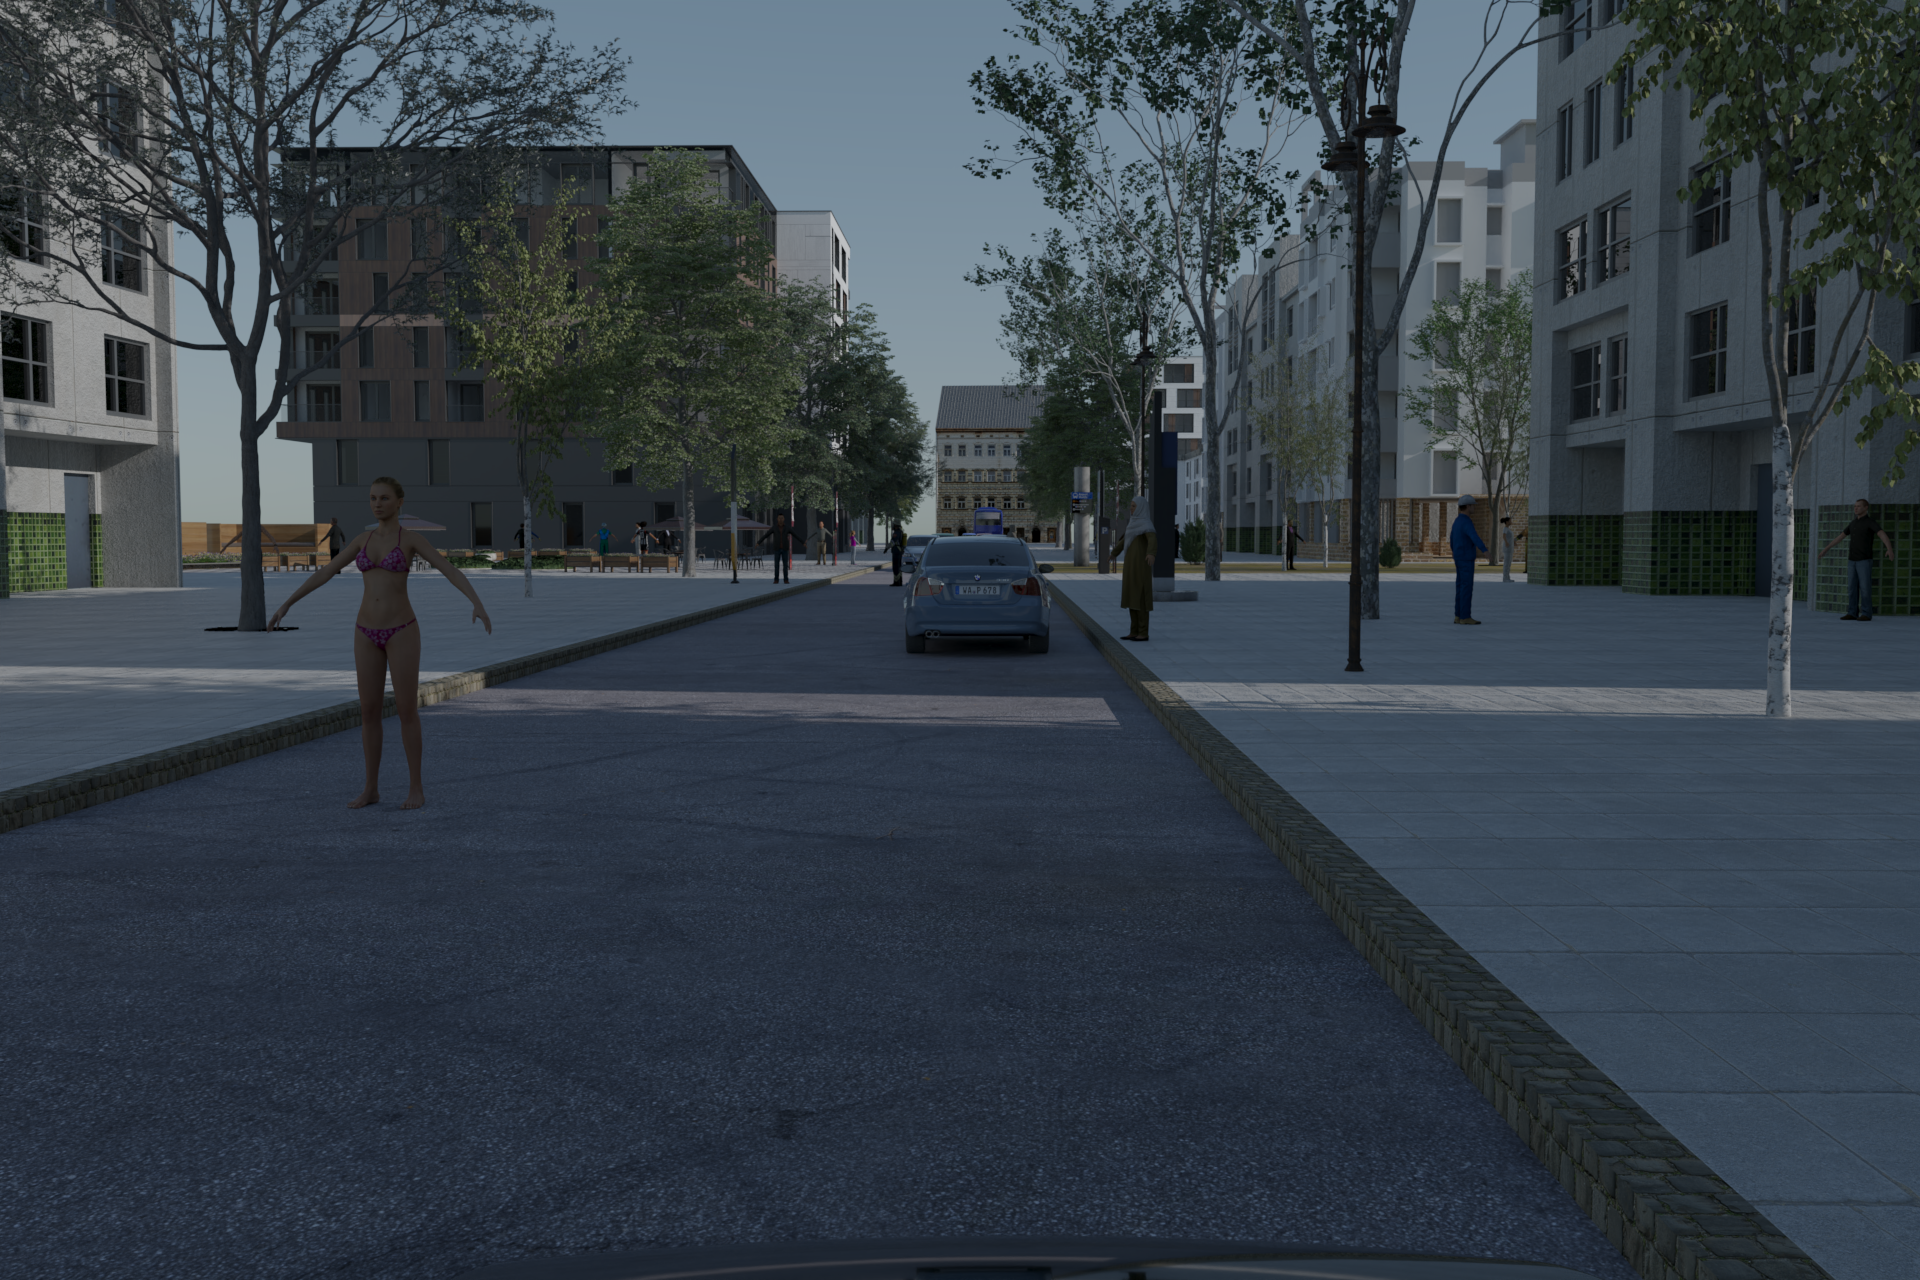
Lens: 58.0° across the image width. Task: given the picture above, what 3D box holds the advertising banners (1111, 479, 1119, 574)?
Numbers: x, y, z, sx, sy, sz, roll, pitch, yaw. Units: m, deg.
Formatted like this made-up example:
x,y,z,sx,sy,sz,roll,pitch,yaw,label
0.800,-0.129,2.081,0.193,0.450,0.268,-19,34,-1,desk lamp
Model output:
x,y,z,sx,sy,sz,roll,pitch,yaw,label
5.049,-3.678,56.321,0.090,3.025,2.074,0,4,1,advertising banners

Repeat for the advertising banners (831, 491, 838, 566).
x,y,z,sx,sy,sz,roll,pitch,yaw,label
-5.072,-4.536,70.347,0.090,3.025,2.074,0,4,2,advertising banners

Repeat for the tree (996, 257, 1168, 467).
x,y,z,sx,sy,sz,roll,pitch,yaw,label
8.431,-16.165,120.187,12.611,20.169,13.585,0,3,0,tree

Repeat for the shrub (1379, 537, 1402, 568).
x,y,z,sx,sy,sz,roll,pitch,yaw,label
16.063,-3.277,64.694,1.383,1.207,1.383,0,3,0,shrub

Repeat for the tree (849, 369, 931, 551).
x,y,z,sx,sy,sz,roll,pitch,yaw,label
-6.742,-13.666,130.099,9.857,13.997,8.962,0,3,0,tree

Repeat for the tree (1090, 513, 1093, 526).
x,y,z,sx,sy,sz,roll,pitch,yaw,label
21.694,-20.106,246.856,7.486,12.596,7.792,0,3,0,tree

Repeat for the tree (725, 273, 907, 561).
x,y,z,sx,sy,sz,roll,pitch,yaw,label
-7.231,-10.833,83.776,9.857,13.997,8.962,0,3,0,tree

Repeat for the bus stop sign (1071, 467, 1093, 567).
x,y,z,sx,sy,sz,roll,pitch,yaw,label
4.789,-4.840,68.148,0.837,3.901,0.837,0,4,2,bus stop sign

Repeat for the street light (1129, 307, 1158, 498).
x,y,z,sx,sy,sz,roll,pitch,yaw,label
3.742,-3.831,35.429,0.468,5.910,1.993,0,4,1,street light

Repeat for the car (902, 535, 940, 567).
x,y,z,sx,sy,sz,roll,pitch,yaw,label
-1.417,-3.463,68.625,2.014,1.417,4.499,0,4,1,car

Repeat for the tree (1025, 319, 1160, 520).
x,y,z,sx,sy,sz,roll,pitch,yaw,label
7.160,-10.632,91.967,7.486,12.596,7.792,0,3,0,tree

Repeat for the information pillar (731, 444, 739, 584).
x,y,z,sx,sy,sz,roll,pitch,yaw,label
-5.845,-3.269,44.803,0.183,3.616,0.504,0,4,0,information pillar

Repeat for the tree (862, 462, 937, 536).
x,y,z,sx,sy,sz,roll,pitch,yaw,label
-6.228,-13.869,161.170,8.767,10.594,7.601,0,4,4,tree

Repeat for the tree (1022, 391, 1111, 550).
x,y,z,sx,sy,sz,roll,pitch,yaw,label
8.562,-13.356,136.503,7.486,12.596,7.792,0,3,0,tree

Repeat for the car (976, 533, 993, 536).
x,y,z,sx,sy,sz,roll,pitch,yaw,label
1.935,-7.747,135.702,2.155,1.783,4.494,0,3,0,car

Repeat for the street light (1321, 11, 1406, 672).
x,y,z,sx,sy,sz,roll,pitch,yaw,label
3.691,-2.645,16.038,0.468,5.910,1.993,0,4,1,street light

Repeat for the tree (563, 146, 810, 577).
x,y,z,sx,sy,sz,roll,pitch,yaw,label
-8.502,-8.169,51.686,7.486,12.596,7.792,0,3,0,tree

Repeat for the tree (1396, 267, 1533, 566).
x,y,z,sx,sy,sz,roll,pitch,yaw,label
21.298,-8.751,68.834,9.928,11.665,9.643,0,3,0,tree

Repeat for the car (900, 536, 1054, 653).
x,y,z,sx,sy,sz,roll,pitch,yaw,label
0.217,-0.617,22.085,2.014,1.417,4.499,0,4,0,car

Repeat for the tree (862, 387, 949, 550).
x,y,z,sx,sy,sz,roll,pitch,yaw,label
-6.050,-14.268,143.650,12.009,13.543,11.850,0,3,0,tree

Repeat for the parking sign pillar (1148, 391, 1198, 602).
x,y,z,sx,sy,sz,roll,pitch,yaw,label
3.889,-2.749,33.412,1.447,3.967,1.447,0,4,1,parking sign pillar

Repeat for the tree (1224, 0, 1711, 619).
x,y,z,sx,sy,sz,roll,pitch,yaw,label
5.459,-10.300,24.288,12.611,20.169,13.585,0,3,0,tree

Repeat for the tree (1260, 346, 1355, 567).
x,y,z,sx,sy,sz,roll,pitch,yaw,label
14.340,-7.121,66.798,4.360,8.622,3.978,0,3,0,tree

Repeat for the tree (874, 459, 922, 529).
x,y,z,sx,sy,sz,roll,pitch,yaw,label
-9.232,-20.611,255.124,7.486,12.596,7.792,0,3,0,tree

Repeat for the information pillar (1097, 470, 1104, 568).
x,y,z,sx,sy,sz,roll,pitch,yaw,label
5.233,-4.471,64.411,0.184,3.620,1.656,0,4,2,information pillar

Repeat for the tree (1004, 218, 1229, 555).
x,y,z,sx,sy,sz,roll,pitch,yaw,label
9.622,-15.138,103.400,12.611,20.169,13.585,0,3,0,tree

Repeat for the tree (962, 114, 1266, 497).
x,y,z,sx,sy,sz,roll,pitch,yaw,label
6.981,-13.667,79.351,12.611,20.169,13.585,0,3,0,tree

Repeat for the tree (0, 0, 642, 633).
x,y,z,sx,sy,sz,roll,pitch,yaw,label
-9.356,-6.872,22.723,12.009,13.543,11.850,0,3,0,tree

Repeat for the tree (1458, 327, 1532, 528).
x,y,z,sx,sy,sz,roll,pitch,yaw,label
19.490,-6.822,61.897,4.360,8.622,3.978,0,3,0,tree

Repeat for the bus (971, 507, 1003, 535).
x,y,z,sx,sy,sz,roll,pitch,yaw,label
2.489,-10.154,157.562,2.896,3.916,12.251,0,3,0,bus

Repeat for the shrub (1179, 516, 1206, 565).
x,y,z,sx,sy,sz,roll,pitch,yaw,label
9.809,-4.131,71.580,1.661,2.075,1.752,0,3,0,shrub

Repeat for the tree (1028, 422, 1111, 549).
x,y,z,sx,sy,sz,roll,pitch,yaw,label
9.682,-13.712,149.951,9.928,11.665,9.643,0,3,0,tree

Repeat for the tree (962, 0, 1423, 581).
x,y,z,sx,sy,sz,roll,pitch,yaw,label
5.817,-11.637,46.159,12.611,20.169,13.585,0,3,0,tree

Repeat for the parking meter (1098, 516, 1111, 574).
x,y,z,sx,sy,sz,roll,pitch,yaw,label
4.654,-3.056,55.671,0.399,1.863,0.255,0,4,2,parking meter

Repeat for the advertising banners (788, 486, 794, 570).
x,y,z,sx,sy,sz,roll,pitch,yaw,label
-6.090,-4.024,61.985,0.090,3.025,2.074,0,4,3,advertising banners

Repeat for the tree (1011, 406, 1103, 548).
x,y,z,sx,sy,sz,roll,pitch,yaw,label
9.271,-15.647,162.488,9.857,13.997,8.962,0,3,0,tree

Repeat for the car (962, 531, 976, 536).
x,y,z,sx,sy,sz,roll,pitch,yaw,label
0.800,-8.540,149.222,1.945,1.707,3.694,0,4,1,car

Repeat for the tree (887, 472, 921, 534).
x,y,z,sx,sy,sz,roll,pitch,yaw,label
-5.764,-12.489,154.564,4.737,8.622,4.395,0,3,0,tree

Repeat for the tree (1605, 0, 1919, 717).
x,y,z,sx,sy,sz,roll,pitch,yaw,label
5.897,-3.755,11.752,4.737,8.622,4.395,0,3,0,tree

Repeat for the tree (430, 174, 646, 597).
x,y,z,sx,sy,sz,roll,pitch,yaw,label
-8.579,-5.187,35.172,4.737,8.622,4.395,0,3,0,tree

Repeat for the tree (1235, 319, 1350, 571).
x,y,z,sx,sy,sz,roll,pitch,yaw,label
11.064,-6.716,60.164,4.360,8.622,3.978,0,3,0,tree

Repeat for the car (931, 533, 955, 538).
x,y,z,sx,sy,sz,roll,pitch,yaw,label
-0.961,-5.282,95.154,1.959,1.807,4.718,0,4,1,car
